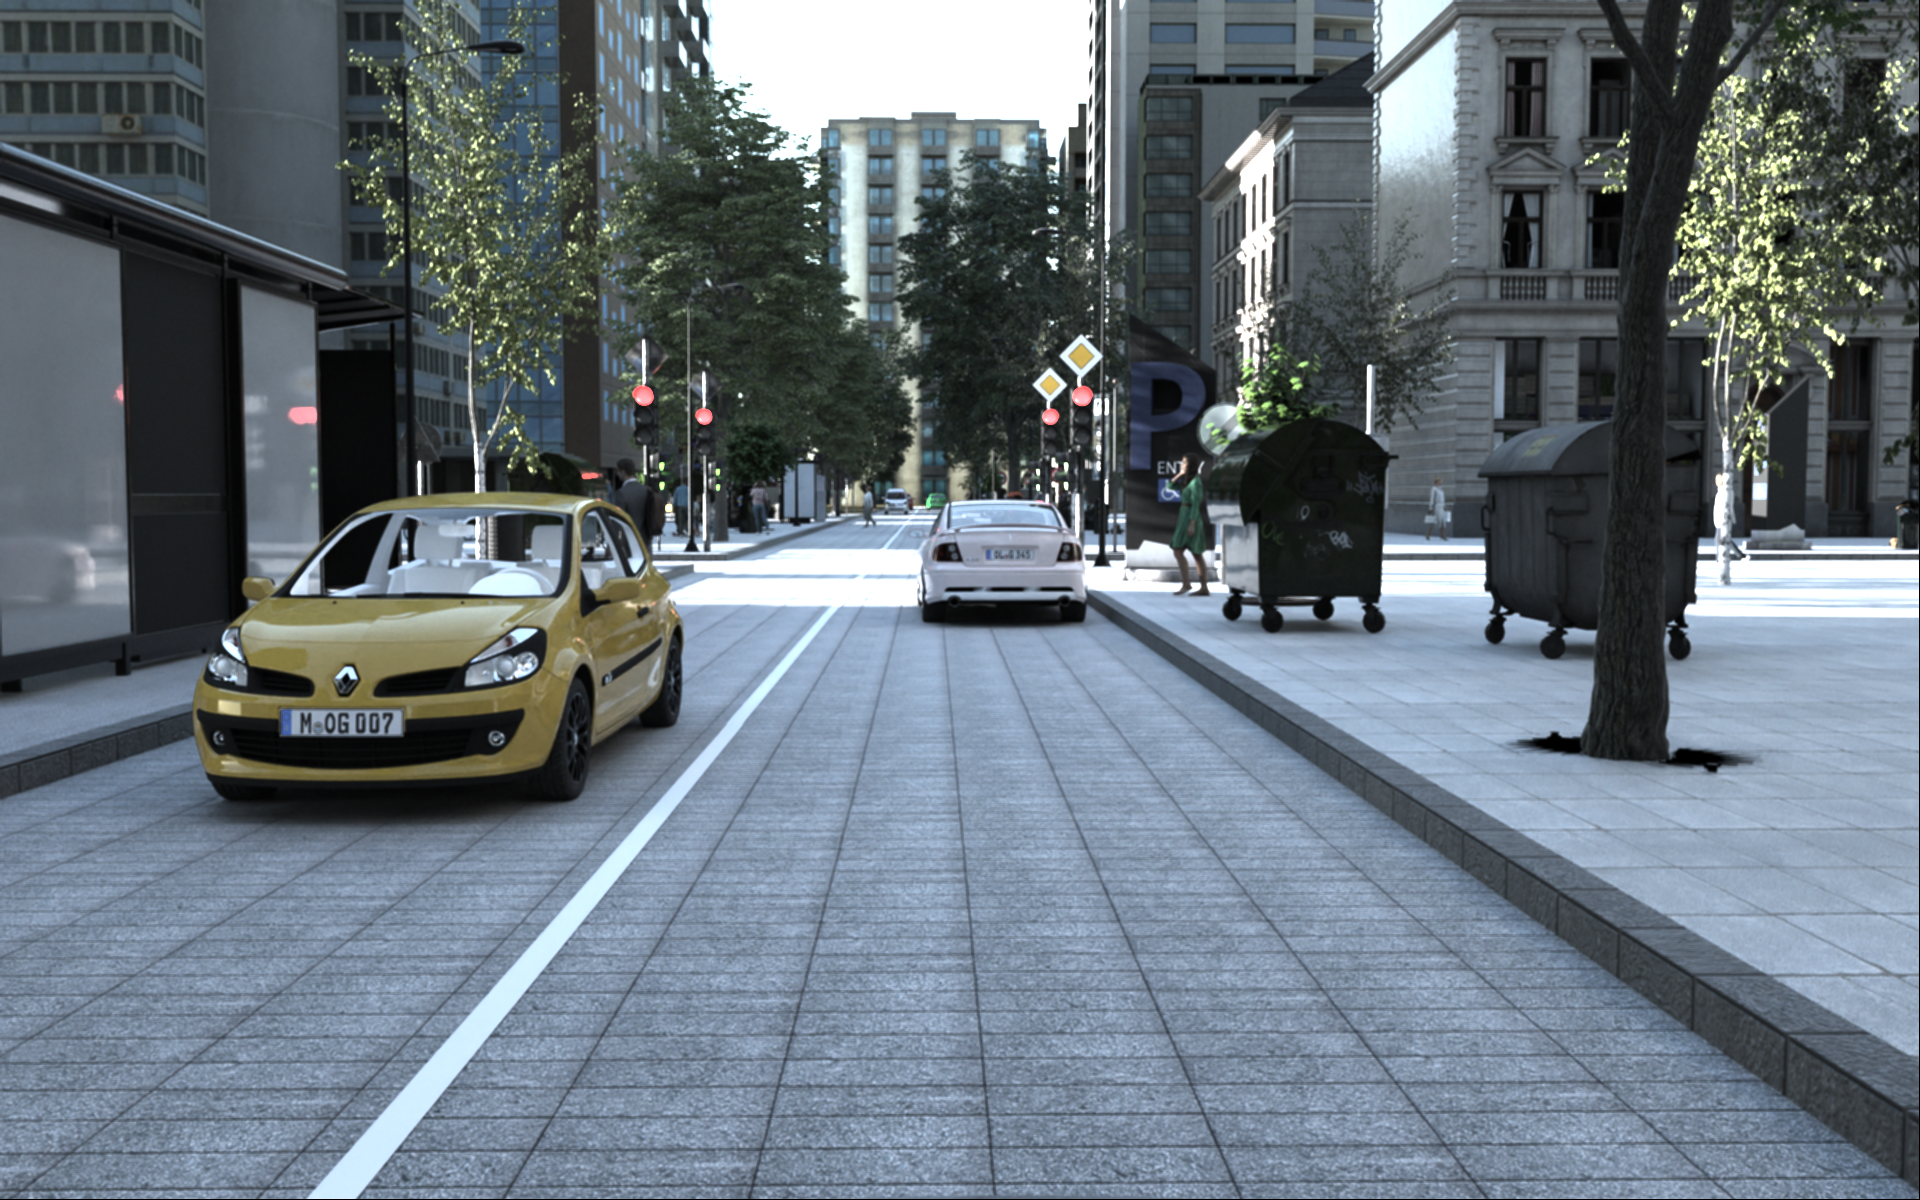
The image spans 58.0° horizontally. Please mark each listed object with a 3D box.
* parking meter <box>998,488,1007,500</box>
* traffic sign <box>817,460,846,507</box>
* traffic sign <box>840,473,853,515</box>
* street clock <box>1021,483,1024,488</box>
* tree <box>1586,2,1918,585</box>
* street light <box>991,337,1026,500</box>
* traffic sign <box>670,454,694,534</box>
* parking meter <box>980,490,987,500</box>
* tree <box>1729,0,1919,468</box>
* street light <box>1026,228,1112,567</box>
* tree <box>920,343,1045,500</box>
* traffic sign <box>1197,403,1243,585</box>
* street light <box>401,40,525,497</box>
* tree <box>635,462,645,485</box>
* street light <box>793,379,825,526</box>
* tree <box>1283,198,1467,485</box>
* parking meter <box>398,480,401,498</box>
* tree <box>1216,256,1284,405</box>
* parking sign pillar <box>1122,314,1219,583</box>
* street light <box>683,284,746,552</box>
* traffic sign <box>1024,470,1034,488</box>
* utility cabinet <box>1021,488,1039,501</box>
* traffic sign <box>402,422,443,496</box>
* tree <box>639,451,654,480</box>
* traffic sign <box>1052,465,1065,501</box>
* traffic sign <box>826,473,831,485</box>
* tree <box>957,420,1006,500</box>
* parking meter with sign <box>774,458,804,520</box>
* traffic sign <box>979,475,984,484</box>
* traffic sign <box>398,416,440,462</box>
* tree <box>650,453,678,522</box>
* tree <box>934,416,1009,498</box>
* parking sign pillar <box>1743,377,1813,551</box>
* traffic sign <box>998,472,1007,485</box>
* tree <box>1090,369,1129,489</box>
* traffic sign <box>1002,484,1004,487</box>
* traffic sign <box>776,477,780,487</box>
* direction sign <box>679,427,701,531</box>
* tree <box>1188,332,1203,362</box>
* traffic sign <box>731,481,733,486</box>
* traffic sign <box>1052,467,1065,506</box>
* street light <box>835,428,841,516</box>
[{"bbox_3d":[1.727,-3.814,70.764,0.372,1.533,0.369,0,3,0],"label":"parking meter"},{"bbox_3d":[-7.985,-6.764,104.467,2.265,3.308,0.079,0,4,7],"label":"traffic sign"},{"bbox_3d":[-6.821,-6.367,104.201,0.768,2.556,0.104,0,4,1],"label":"traffic sign"},{"bbox_3d":[3.746,-6.355,108.466,0.471,2.002,0.358,1,4,16],"label":"street clock"},{"bbox_3d":[11.013,-4.509,24.090,4.737,8.622,4.395,0,3,0],"label":"tree"},{"bbox_3d":[1.560,-4.829,51.497,1.470,5.913,1.316,0,4,-1],"label":"street light"},{"bbox_3d":[-8.792,-3.349,54.869,0.768,2.556,0.104,0,4,3],"label":"traffic sign"},{"bbox_3d":[1.301,-5.344,95.782,0.372,1.533,0.369,0,3,0],"label":"parking meter"},{"bbox_3d":[9.295,-4.009,15.914,4.360,8.622,3.978,0,3,0],"label":"tree"},{"bbox_3d":[1.971,-3.542,30.447,1.470,5.913,1.316,0,4,-1],"label":"street light"},{"bbox_3d":[2.127,-13.374,129.041,12.009,13.543,11.850,0,3,0],"label":"tree"},{"bbox_3d":[3.701,-1.478,24.272,0.768,2.556,0.104,0,4,2],"label":"traffic sign"},{"bbox_3d":[-5.148,-2.773,17.874,1.470,5.913,1.316,0,4,-1],"label":"street light"},{"bbox_3d":[-15.205,-5.567,85.620,1.663,3.219,1.824,0,3,0],"label":"tree"},{"bbox_3d":[-5.998,-5.912,69.206,1.470,5.913,1.316,0,4,-1],"label":"street light"},{"bbox_3d":[10.537,-5.728,44.010,4.360,8.622,3.978,0,3,0],"label":"tree"},{"bbox_3d":[-10.220,-1.386,31.072,0.372,1.533,0.369,0,3,0],"label":"parking meter"},{"bbox_3d":[9.957,-6.289,53.190,4.360,8.622,3.978,0,3,0],"label":"tree"},{"bbox_3d":[3.133,-2.275,25.662,1.447,3.967,1.447,1,4,14],"label":"parking sign pillar"},{"bbox_3d":[-5.434,-4.027,38.387,1.470,5.913,1.316,0,4,-1],"label":"street light"},{"bbox_3d":[3.805,-5.562,90.937,0.884,2.594,0.081,0,4,2],"label":"traffic sign"},{"bbox_3d":[2.754,-3.612,67.738,1.173,1.500,0.318,-1,4,-15],"label":"utility cabinet"},{"bbox_3d":[-9.579,-1.878,30.817,0.768,2.556,0.104,0,4,5],"label":"traffic sign"},{"bbox_3d":[-20.343,-7.645,108.704,4.285,4.588,4.351,0,3,0],"label":"tree"},{"bbox_3d":[4.477,-4.717,77.122,0.884,2.594,0.081,0,4,6],"label":"traffic sign"},{"bbox_3d":[-8.005,-6.261,102.465,0.768,2.556,0.104,0,4,5],"label":"traffic sign"},{"bbox_3d":[1.649,-13.500,171.093,4.737,8.622,4.395,0,3,0],"label":"tree"},{"bbox_3d":[-8.362,-5.388,84.357,1.738,3.016,0.543,3,5,43],"label":"parking meter with sign"},{"bbox_3d":[1.625,-6.758,110.599,0.768,2.556,0.104,0,4,3],"label":"traffic sign"},{"bbox_3d":[-9.039,-1.756,28.708,0.884,2.594,0.081,1,4,8],"label":"traffic sign"},{"bbox_3d":[-13.210,-5.247,80.394,1.663,3.219,1.824,0,3,0],"label":"tree"},{"bbox_3d":[1.389,-13.520,155.469,7.601,10.594,8.767,1,4,16],"label":"tree"},{"bbox_3d":[18.863,-3.142,39.843,1.447,3.967,1.447,-2,4,-26],"label":"parking sign pillar"},{"bbox_3d":[2.309,-6.019,98.524,0.768,2.556,0.104,1,4,8],"label":"traffic sign"},{"bbox_3d":[8.336,-9.073,98.711,4.737,8.622,4.395,0,3,0],"label":"tree"},{"bbox_3d":[2.464,-6.457,107.694,0.606,2.300,0.079,0,4,5],"label":"traffic sign"},{"bbox_3d":[-10.759,-6.230,103.992,0.606,2.300,0.079,0,4,7],"label":"traffic sign"},{"bbox_3d":[-9.175,-4.090,58.864,0.876,3.537,0.379,2,4,26],"label":"direction sign"},{"bbox_3d":[9.738,-7.682,75.966,4.360,8.622,3.978,0,3,0],"label":"tree"},{"bbox_3d":[-9.716,-4.501,73.588,0.884,2.594,0.081,0,3,0],"label":"traffic sign"},{"bbox_3d":[4.717,-5.073,83.053,0.768,2.556,0.104,1,4,8],"label":"traffic sign"},{"bbox_3d":[-6.516,-7.797,100.025,1.470,5.913,1.316,0,4,-1],"label":"street light"}]
